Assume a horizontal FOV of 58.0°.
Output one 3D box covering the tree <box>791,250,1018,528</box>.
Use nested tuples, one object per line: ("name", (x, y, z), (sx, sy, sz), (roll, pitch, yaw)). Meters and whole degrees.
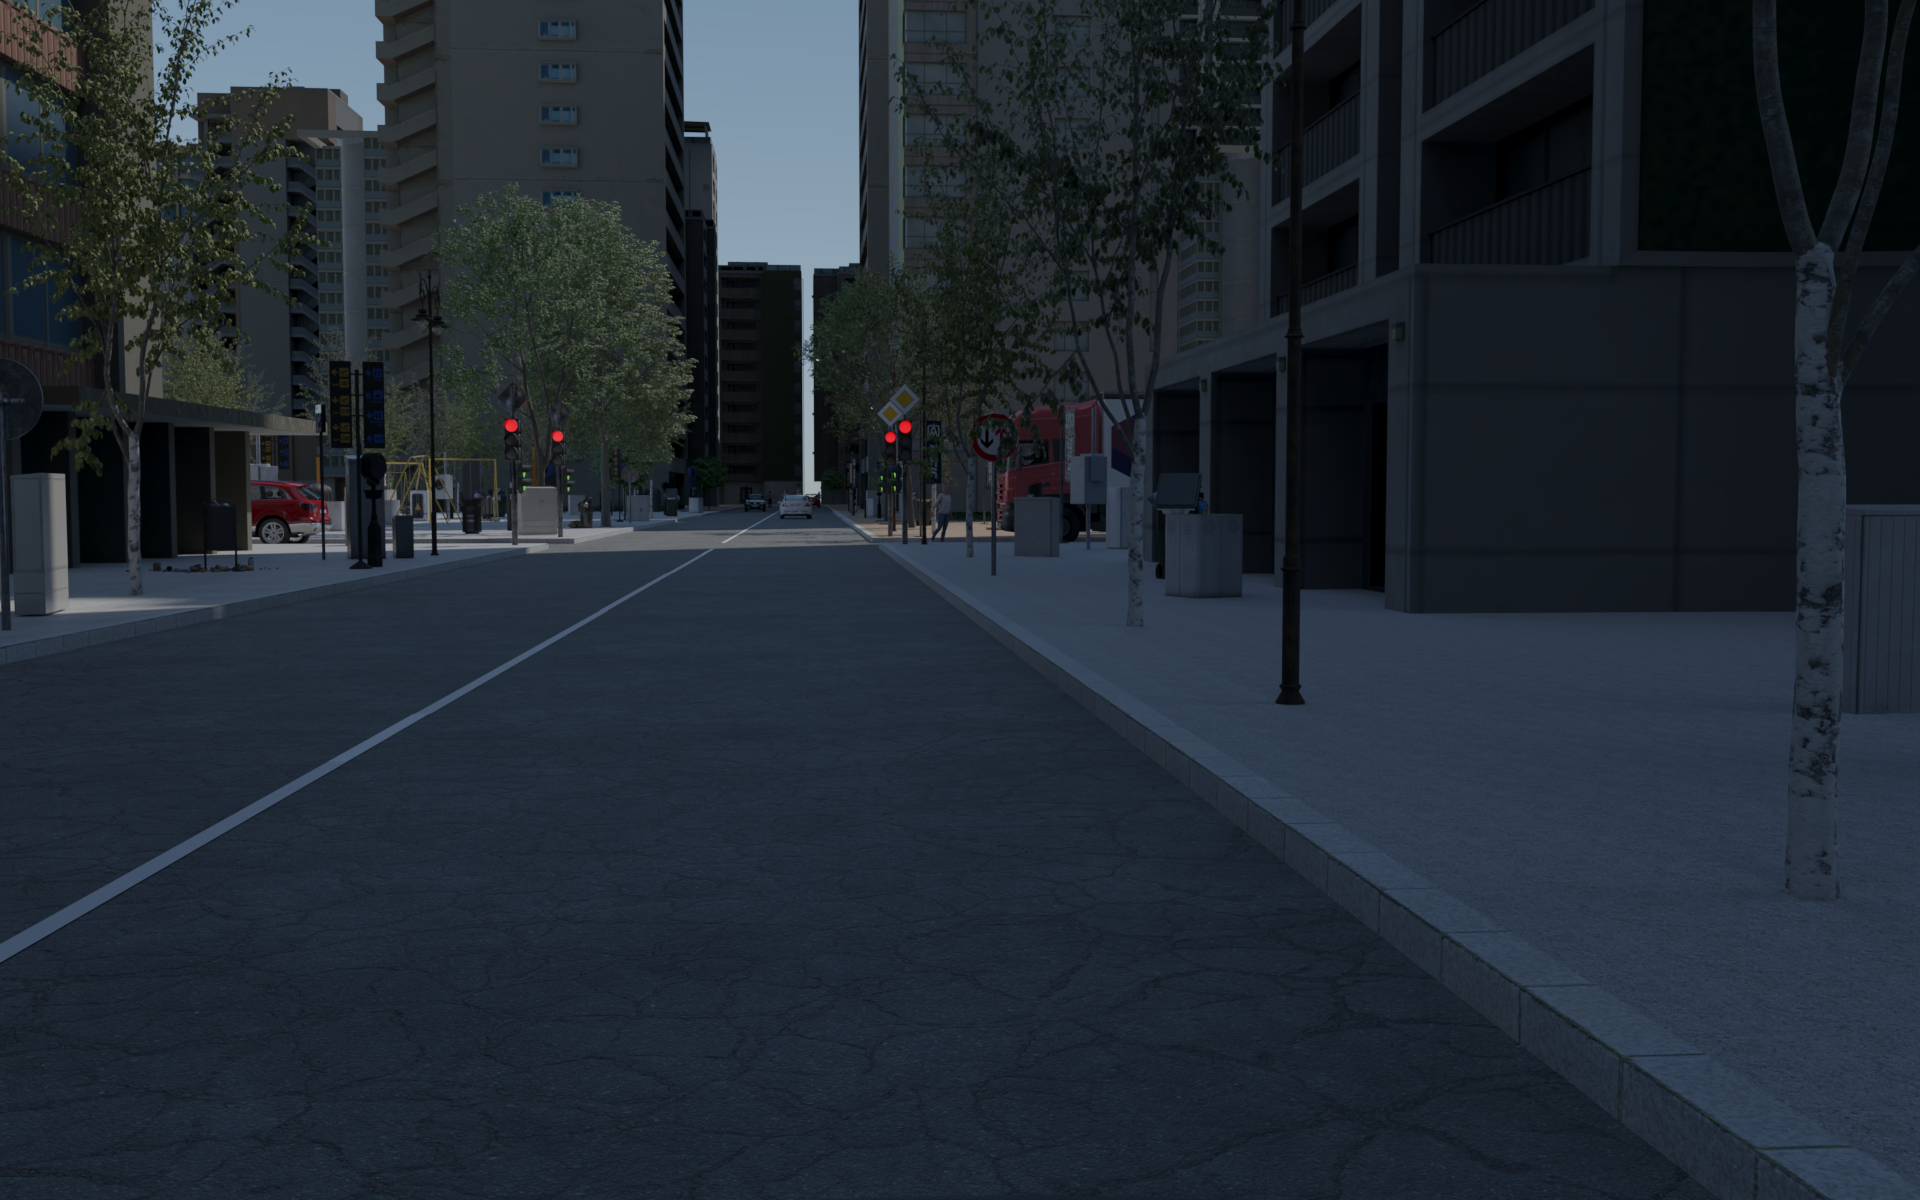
("tree", (-1.920, -8.038, 65.833), (8.767, 10.594, 7.601), (-1, 4, -18))

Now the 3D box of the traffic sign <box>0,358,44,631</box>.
("traffic sign", (-8.982, -0.987, 16.236), (0.768, 2.556, 0.104), (0, 4, -5))

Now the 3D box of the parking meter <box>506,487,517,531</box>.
("parking meter", (-15.616, -3.180, 60.411), (0.372, 1.533, 0.369), (0, 3, 0))

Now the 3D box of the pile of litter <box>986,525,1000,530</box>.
("pile of litter", (1.645, -2.916, 61.644), (1.176, 0.858, 1.719), (-2, 4, -30))

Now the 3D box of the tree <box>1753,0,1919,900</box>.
("tree", (2.718, -3.345, 5.046), (4.360, 8.622, 3.978), (0, 3, 0))

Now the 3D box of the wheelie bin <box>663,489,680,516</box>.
("wheelie bin", (-16.573, -5.599, 99.452), (0.980, 1.594, 0.693), (0, 4, -5))

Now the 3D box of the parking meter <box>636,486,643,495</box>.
("parking meter", (-19.414, -6.066, 104.886), (0.255, 1.863, 0.399), (-3, 5, -39))

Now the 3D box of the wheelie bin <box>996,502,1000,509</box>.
("wheelie bin", (1.856, -3.972, 72.848), (0.693, 1.594, 0.980), (1, 4, 13))

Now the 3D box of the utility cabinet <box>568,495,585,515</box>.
("utility cabinet", (-23.451, -5.798, 105.952), (1.020, 1.237, 0.306), (-3, 5, -42))

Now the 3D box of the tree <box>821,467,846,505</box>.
("tree", (-14.890, -13.493, 204.331), (4.285, 4.588, 4.351), (0, 3, 0))

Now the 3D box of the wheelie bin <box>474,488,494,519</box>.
("wheelie bin", (-24.278, -4.903, 88.071), (0.693, 1.594, 0.980), (0, 4, 5))

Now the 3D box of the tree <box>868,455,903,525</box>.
("tree", (-2.829, -4.788, 72.887), (1.663, 3.219, 1.824), (0, 3, 0))

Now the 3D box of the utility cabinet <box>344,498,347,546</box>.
("utility cabinet", (-15.035, -1.970, 43.364), (0.306, 1.237, 1.020), (0, 4, 8))

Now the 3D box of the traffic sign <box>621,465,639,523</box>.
("traffic sign", (-14.522, -4.657, 76.255), (0.768, 2.556, 0.104), (0, 4, -1))

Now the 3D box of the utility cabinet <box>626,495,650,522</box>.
("utility cabinet", (-15.074, -4.276, 81.072), (1.020, 1.237, 0.306), (0, 4, 8))

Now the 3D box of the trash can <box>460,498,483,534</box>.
("trash can", (-15.698, -2.694, 55.694), (0.748, 1.137, 0.748), (0, 3, 0))

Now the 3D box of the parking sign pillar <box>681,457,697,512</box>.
("parking sign pillar", (-19.571, -8.400, 125.814), (1.447, 3.967, 1.447), (1, 4, 14))

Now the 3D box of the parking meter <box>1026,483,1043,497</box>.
("parking meter", (1.634, -1.815, 38.091), (0.372, 1.533, 0.369), (0, 3, 0))

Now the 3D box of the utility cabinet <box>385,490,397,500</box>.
("utility cabinet", (-29.529, -4.946, 89.544), (0.318, 1.500, 1.173), (0, 4, 6))

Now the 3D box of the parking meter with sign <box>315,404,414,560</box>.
("parking meter with sign", (-11.734, -2.321, 34.210), (1.738, 3.016, 0.543), (-2, 4, -31))

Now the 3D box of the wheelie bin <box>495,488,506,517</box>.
("wheelie bin", (-25.552, -5.390, 96.039), (0.693, 1.594, 0.980), (-2, 4, -35))

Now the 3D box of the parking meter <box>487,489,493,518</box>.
("parking meter", (-25.610, -5.248, 94.223), (0.372, 1.533, 0.369), (0, 3, 0))

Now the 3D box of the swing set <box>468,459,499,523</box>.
("swing set", (-21.965, -4.855, 76.997), (3.119, 2.851, 2.862), (-1, 4, -18))

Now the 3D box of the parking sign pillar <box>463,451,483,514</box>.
("parking sign pillar", (-30.915, -7.431, 109.972), (1.447, 3.967, 1.447), (2, 4, 24))

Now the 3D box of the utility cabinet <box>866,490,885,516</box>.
("utility cabinet", (-4.822, -5.577, 99.862), (1.173, 1.500, 0.318), (-1, 4, -20))

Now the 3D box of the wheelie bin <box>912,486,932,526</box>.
("wheelie bin", (-1.525, -3.802, 70.063), (0.980, 1.594, 0.693), (-1, 4, -10))

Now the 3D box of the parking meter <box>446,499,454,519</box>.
("parking meter", (-26.481, -4.983, 89.880), (0.372, 1.533, 0.369), (0, 3, 0))

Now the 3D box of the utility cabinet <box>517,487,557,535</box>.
("utility cabinet", (-13.036, -2.739, 53.461), (1.173, 1.500, 0.318), (-3, 4, -39))

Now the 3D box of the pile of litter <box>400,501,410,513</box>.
("pile of litter", (-36.905, -6.234, 115.887), (1.719, 0.858, 1.176), (1, 4, 22))

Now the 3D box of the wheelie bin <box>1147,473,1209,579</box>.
("wheelie bin", (3.315, -1.122, 26.250), (0.980, 1.594, 0.693), (1, 4, 21))

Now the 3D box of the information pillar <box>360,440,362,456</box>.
("information pillar", (-23.283, -4.639, 67.196), (0.183, 3.616, 0.504), (-2, 4, -31))

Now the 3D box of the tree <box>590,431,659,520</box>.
("tree", (-16.348, -6.182, 84.782), (4.285, 4.588, 4.351), (0, 3, 0))

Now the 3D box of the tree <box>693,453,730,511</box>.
("tree", (-19.643, -9.259, 135.098), (4.285, 4.588, 4.351), (0, 3, 0))

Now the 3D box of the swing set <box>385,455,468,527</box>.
("swing set", (-21.852, -4.439, 70.191), (2.862, 2.851, 3.119), (-2, 4, -28))

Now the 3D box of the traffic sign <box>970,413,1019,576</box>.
("traffic sign", (0.533, -1.659, 27.237), (0.768, 2.556, 0.104), (0, 4, -3))

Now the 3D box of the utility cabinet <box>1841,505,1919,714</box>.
("utility cabinet", (5.691, 0.054, 10.276), (1.020, 1.237, 0.306), (-1, 4, -12))

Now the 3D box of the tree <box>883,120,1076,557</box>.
("tree", (0.269, -5.185, 35.136), (4.737, 8.622, 4.395), (0, 3, 0))

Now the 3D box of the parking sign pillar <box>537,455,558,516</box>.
("parking sign pillar", (-24.285, -6.894, 101.192), (1.447, 3.967, 1.447), (-2, 4, -24))

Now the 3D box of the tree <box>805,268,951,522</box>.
("tree", (-3.540, -9.475, 80.669), (9.928, 11.665, 9.643), (0, 3, 0))

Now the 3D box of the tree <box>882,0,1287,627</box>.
("tree", (1.596, -4.062, 16.784), (4.360, 8.622, 3.978), (0, 3, 0))

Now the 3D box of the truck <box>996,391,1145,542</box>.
("truck", (6.035, -3.651, 48.615), (11.283, 4.237, 2.839), (0, 4, -5))

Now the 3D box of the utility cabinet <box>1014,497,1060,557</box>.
("utility cabinet", (1.585, -1.498, 35.661), (1.020, 1.237, 0.306), (3, 5, 44))

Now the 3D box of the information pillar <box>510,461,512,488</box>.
("information pillar", (-32.228, -8.131, 124.304), (0.183, 3.616, 0.504), (-1, 4, -21))

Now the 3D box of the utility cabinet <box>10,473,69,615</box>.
("utility cabinet", (-9.893, -0.607, 18.610), (0.318, 1.500, 1.173), (-1, 4, -17))
